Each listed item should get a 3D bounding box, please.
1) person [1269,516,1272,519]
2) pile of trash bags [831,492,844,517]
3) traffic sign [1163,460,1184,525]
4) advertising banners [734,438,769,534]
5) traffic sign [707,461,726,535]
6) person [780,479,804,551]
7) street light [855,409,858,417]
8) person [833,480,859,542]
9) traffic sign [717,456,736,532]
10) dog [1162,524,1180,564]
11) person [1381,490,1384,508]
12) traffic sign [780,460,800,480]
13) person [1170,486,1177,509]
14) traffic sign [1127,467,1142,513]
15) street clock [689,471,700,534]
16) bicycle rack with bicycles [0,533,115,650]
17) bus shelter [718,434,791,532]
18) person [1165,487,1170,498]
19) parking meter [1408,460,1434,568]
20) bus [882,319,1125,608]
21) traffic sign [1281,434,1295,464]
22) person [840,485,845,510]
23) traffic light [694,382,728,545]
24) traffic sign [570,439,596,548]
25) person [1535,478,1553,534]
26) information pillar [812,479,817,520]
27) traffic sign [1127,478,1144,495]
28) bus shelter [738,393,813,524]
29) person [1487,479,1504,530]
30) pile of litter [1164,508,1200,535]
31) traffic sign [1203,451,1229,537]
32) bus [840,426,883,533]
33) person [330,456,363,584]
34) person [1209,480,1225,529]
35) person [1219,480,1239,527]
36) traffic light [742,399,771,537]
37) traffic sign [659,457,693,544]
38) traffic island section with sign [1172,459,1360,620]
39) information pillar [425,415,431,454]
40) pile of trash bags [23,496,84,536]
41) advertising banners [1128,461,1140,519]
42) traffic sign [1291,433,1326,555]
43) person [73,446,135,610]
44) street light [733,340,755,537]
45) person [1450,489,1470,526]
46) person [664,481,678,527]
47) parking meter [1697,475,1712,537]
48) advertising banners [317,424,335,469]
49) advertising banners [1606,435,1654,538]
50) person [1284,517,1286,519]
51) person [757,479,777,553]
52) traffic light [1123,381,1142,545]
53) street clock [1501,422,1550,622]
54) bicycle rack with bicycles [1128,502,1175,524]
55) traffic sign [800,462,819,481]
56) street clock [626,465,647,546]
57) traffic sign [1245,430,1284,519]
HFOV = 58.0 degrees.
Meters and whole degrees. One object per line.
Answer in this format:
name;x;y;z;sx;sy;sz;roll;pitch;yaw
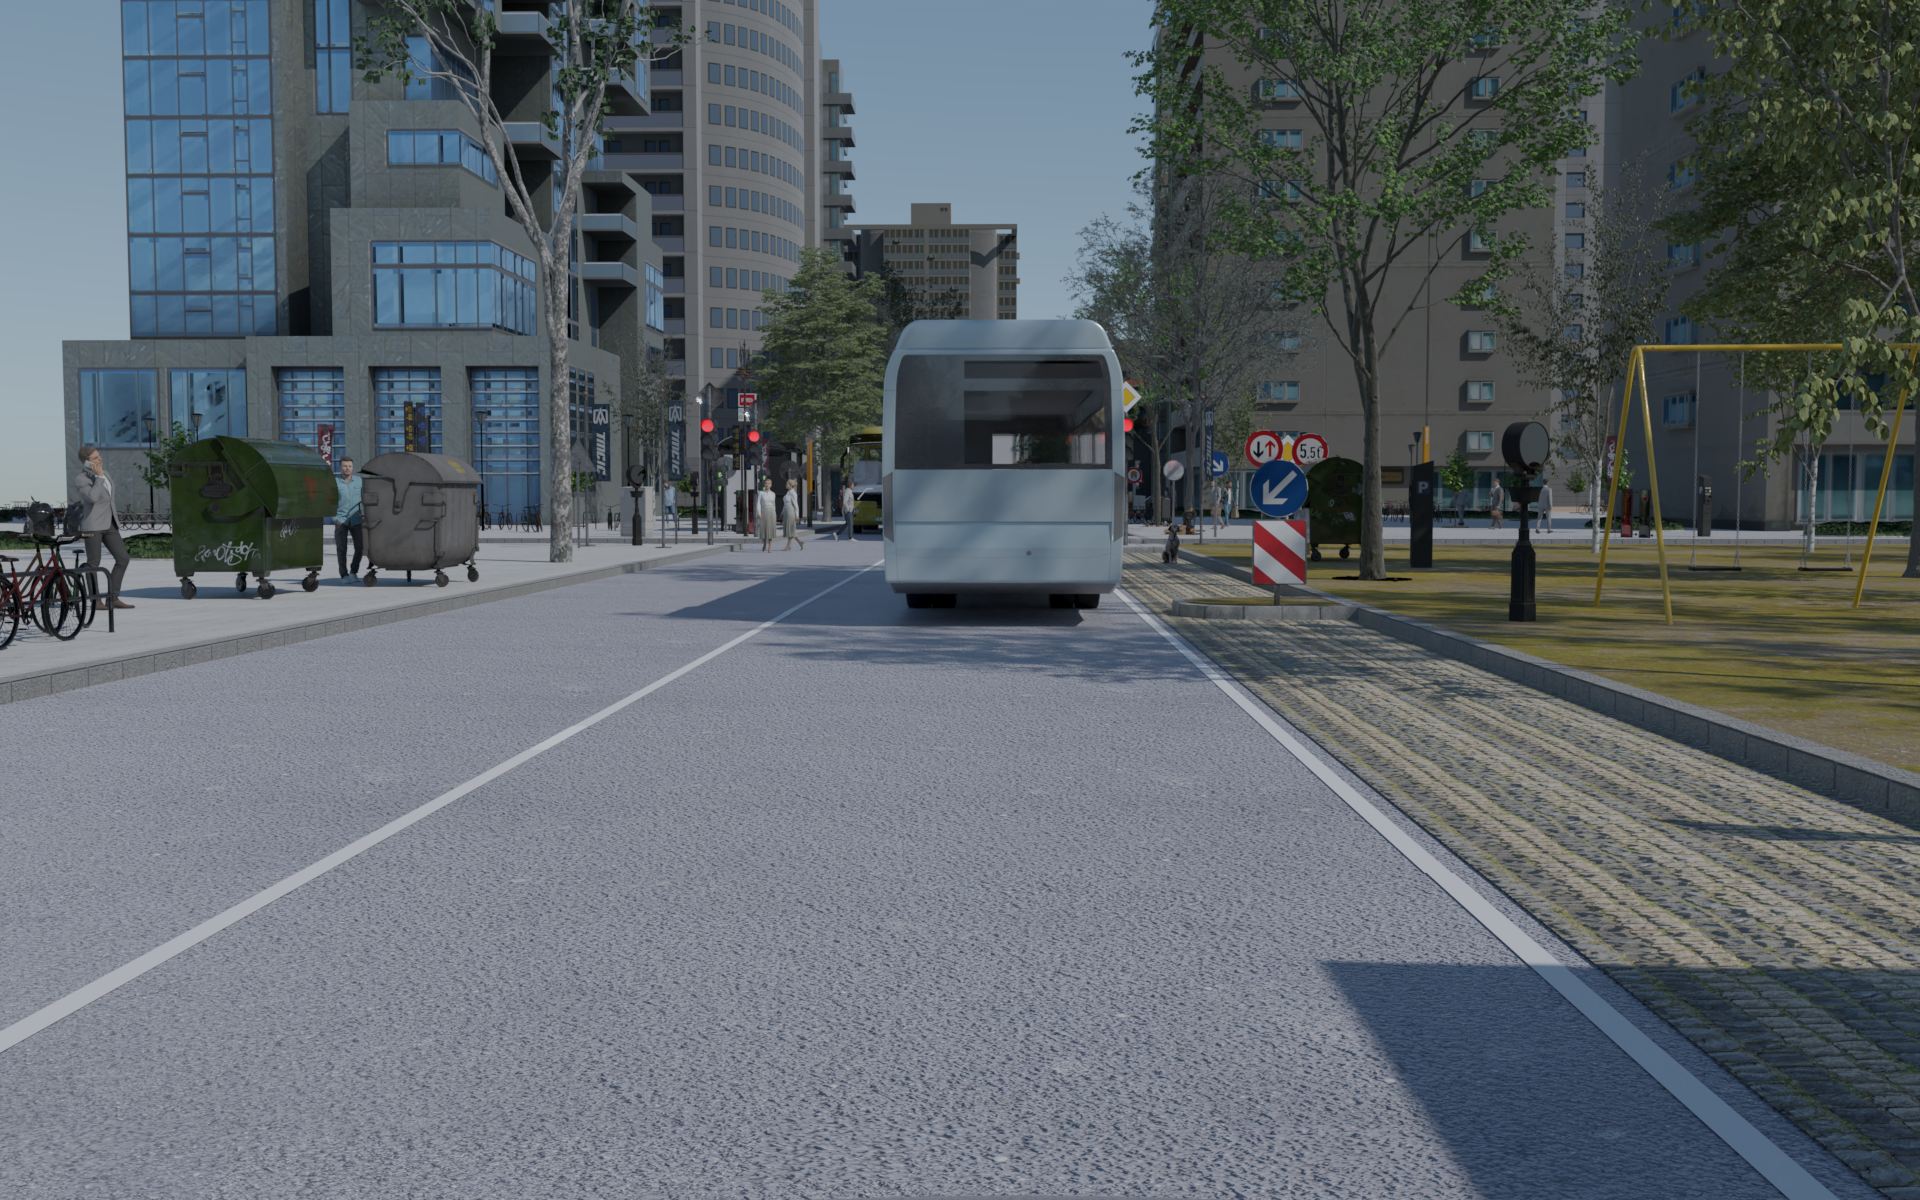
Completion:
person;13.804;-4.261;76.385;0.598;1.740;0.731;1;4;13
pile of trash bags;-6.461;-5.316;96.671;1.912;1.369;3.447;0;4;-2
traffic sign;8.027;-3.978;65.139;0.768;2.556;0.104;1;4;8
advertising banners;-6.637;-3.610;55.212;0.090;3.025;2.074;-3;4;-39
traffic sign;-7.638;-3.195;54.373;0.606;2.300;0.079;0;4;7
person;-4.208;-2.132;43.585;0.641;1.798;0.478;-1;4;-16
street light;-5.449;-7.276;91.754;0.468;5.910;1.993;0;4;2
person;-3.427;-2.661;51.856;0.795;1.843;0.661;0;4;4
traffic sign;-7.889;-3.559;58.290;0.768;2.556;0.104;0;4;8
dog;4.424;-1.153;35.693;0.513;0.831;0.800;2;4;29
person;16.107;-3.720;67.114;0.600;1.795;0.529;0;4;7
traffic sign;-6.423;-3.986;65.271;0.768;2.556;0.104;0;4;4
person;12.420;-5.773;100.613;0.728;1.800;0.709;-2;4;-28
traffic sign;8.193;-4.991;81.703;0.768;2.556;0.104;0;4;4
street clock;-8.441;-3.091;55.108;0.358;2.002;0.471;0;4;-1
bicycle rack with bicycles;-8.711;-0.125;15.428;2.852;0.926;2.925;1;4;10
bus shelter;-7.336;-4.133;61.490;2.014;3.302;5.546;0;4;2
person;13.846;-6.706;116.278;0.643;1.750;0.593;-1;4;-10
parking meter;8.033;-1.497;30.195;0.399;1.863;0.255;0;4;7
bus;0.614;-1.837;24.901;2.948;3.499;13.247;0;4;1
traffic sign;7.238;-2.352;38.193;0.795;2.593;0.064;1;4;9
person;-7.301;-6.356;109.762;0.447;1.846;0.655;3;5;43
traffic light;-6.255;-3.333;43.408;0.839;4.253;0.868;0;4;2
traffic sign;-9.008;-2.499;40.868;0.884;2.594;0.081;0;4;8
person;18.949;-3.050;56.185;0.850;1.792;0.678;-3;5;-44
information pillar;-7.140;-4.894;84.511;0.304;2.012;0.304;1;4;10
traffic sign;8.404;-5.088;83.196;0.884;2.594;0.081;0;4;4
bus shelter;-7.650;-5.735;71.405;2.179;5.291;8.768;0;4;2
person;19.431;-3.465;62.654;0.822;1.834;0.622;-1;4;-23
pile of litter;7.028;-2.499;54.824;1.176;0.858;1.719;0;4;7
traffic sign;7.579;-3.134;51.339;0.768;2.556;0.104;1;4;11
bus;-2.734;-4.586;66.531;2.896;3.916;12.252;0;3;0
person;-8.837;-1.161;25.051;0.660;1.820;0.620;-3;4;-38
person;9.297;-3.489;63.215;0.853;1.813;0.709;-3;5;-39
person;10.517;-3.776;67.763;0.794;1.824;0.713;-1;4;-22
traffic light;-6.045;-3.821;51.390;0.839;4.253;0.868;0;4;2
traffic sign;-7.286;-2.716;44.416;0.884;2.594;0.081;1;4;9
traffic island section with sign;3.551;-0.728;20.529;1.989;1.847;2.006;0;4;2
information pillar;-15.862;-3.668;51.331;0.504;3.616;0.183;2;4;29
pile of trash bags;-28.103;-2.618;52.563;3.447;1.369;1.912;-1;4;-17
advertising banners;8.838;-5.738;89.999;0.090;3.025;2.074;3;4;36
traffic sign;7.326;-2.214;36.307;0.768;2.556;0.104;1;4;10
person;-9.483;-0.792;19.171;0.473;1.802;0.592;2;4;27
street light;-6.465;-4.851;52.099;0.468;5.910;1.993;0;4;2
person;20.360;-3.920;70.411;0.678;1.792;0.850;-1;4;-9
person;-11.210;-3.709;66.955;0.793;1.790;0.793;-2;4;-33
parking meter;22.387;-2.835;52.058;0.255;1.863;0.399;0;4;-5
advertising banners;-16.297;-2.854;42.849;0.090;3.025;2.074;2;4;33
advertising banners;19.764;-3.365;51.213;0.090;3.025;2.074;-1;4;-19
person;12.858;-3.829;69.401;0.760;1.731;0.466;-1;4;-16
person;-4.754;-2.069;42.557;0.478;1.798;0.641;-1;4;-9
traffic light;4.103;-3.317;43.152;0.839;4.253;0.868;0;4;2
street clock;5.674;-0.786;17.415;0.471;2.002;0.358;-2;4;-33
bicycle rack with bicycles;7.926;-3.745;74.608;2.925;0.926;2.852;-1;4;-22
traffic sign;-5.906;-4.134;67.695;0.768;2.556;0.104;0;4;7
street clock;-8.025;-2.350;43.000;0.471;2.002;0.358;-3;5;-43
traffic sign;6.021;-2.094;34.351;0.768;2.556;0.104;0;4;6
